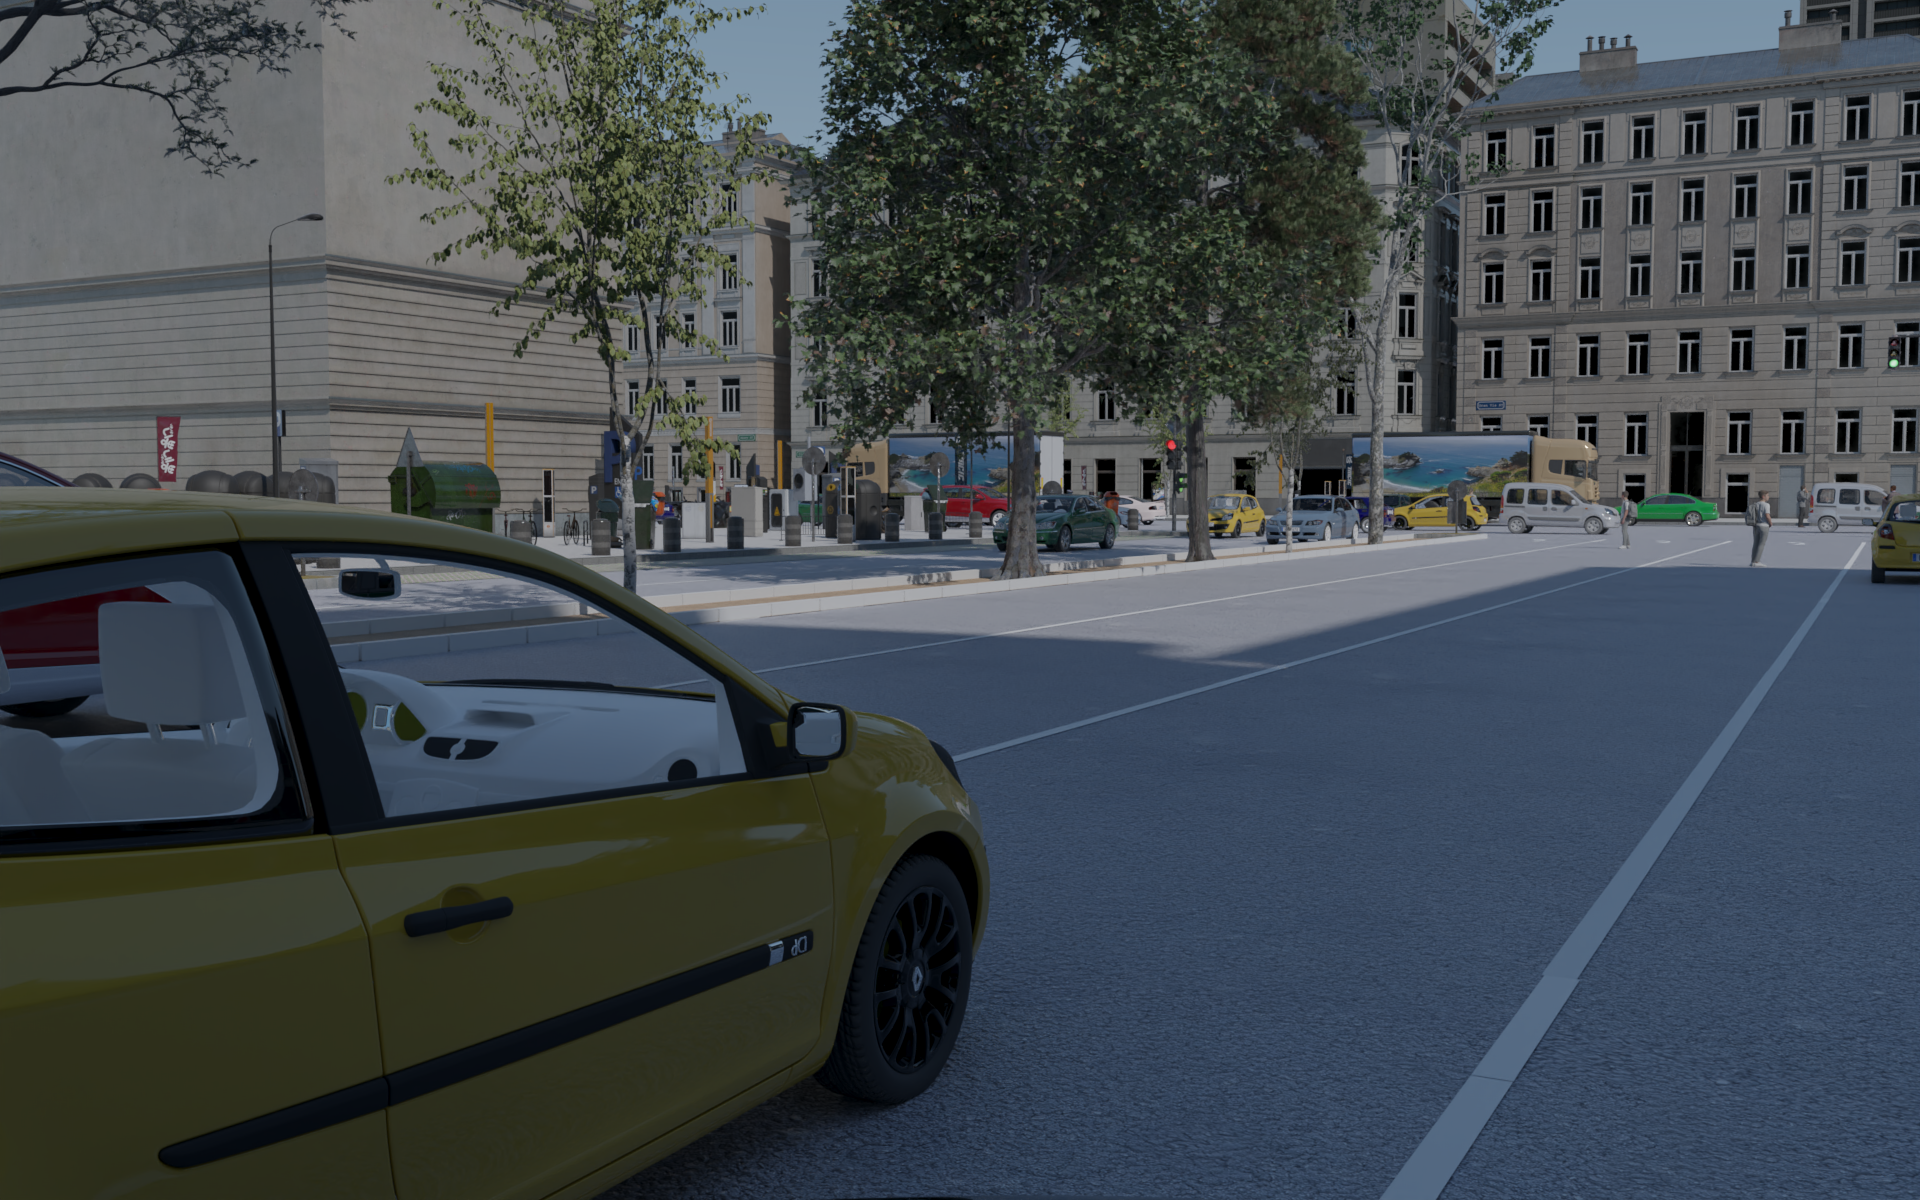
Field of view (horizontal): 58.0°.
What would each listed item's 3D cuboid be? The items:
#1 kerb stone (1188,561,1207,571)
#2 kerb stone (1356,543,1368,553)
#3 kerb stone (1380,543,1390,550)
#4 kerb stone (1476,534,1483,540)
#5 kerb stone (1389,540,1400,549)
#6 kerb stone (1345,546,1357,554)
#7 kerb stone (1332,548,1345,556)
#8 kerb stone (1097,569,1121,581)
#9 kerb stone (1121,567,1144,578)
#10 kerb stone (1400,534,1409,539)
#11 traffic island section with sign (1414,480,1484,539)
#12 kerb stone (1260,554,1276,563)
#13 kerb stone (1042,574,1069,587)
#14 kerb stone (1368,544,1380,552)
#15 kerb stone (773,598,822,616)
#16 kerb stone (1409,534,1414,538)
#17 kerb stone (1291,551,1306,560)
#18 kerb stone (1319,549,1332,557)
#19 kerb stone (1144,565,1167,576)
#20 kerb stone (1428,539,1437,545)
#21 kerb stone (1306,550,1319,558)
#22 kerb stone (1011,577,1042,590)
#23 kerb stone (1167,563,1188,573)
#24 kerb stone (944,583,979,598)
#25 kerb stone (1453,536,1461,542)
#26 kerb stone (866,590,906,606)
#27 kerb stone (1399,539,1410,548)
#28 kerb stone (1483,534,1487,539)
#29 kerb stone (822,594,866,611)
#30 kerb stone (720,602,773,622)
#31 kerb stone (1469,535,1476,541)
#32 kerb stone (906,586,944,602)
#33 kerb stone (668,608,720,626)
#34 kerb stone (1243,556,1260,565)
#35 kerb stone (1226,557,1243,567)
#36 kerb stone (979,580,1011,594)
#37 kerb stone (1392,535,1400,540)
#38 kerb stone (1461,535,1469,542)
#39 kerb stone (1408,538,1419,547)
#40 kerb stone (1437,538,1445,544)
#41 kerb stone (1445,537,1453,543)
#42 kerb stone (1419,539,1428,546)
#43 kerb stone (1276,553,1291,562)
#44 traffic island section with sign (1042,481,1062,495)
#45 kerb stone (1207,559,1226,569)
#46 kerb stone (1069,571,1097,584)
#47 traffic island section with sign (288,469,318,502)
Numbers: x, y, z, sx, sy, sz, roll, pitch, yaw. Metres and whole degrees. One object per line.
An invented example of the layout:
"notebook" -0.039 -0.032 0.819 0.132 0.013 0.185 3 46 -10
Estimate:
"kerb stone" 4.361 -0.628 32.517 0.120 0.150 1.000 2 4 28
"kerb stone" 9.761 -1.241 42.481 0.120 0.150 1.000 2 4 28
"kerb stone" 10.752 -1.352 44.295 0.120 0.150 1.000 2 4 28
"kerb stone" 16.132 -1.960 54.240 0.120 0.150 1.000 2 4 28
"kerb stone" 11.241 -1.407 45.198 0.120 0.150 1.000 2 4 28
"kerb stone" 9.263 -1.180 41.573 0.120 0.150 1.000 2 4 28
"kerb stone" 8.779 -1.130 40.663 0.120 0.150 1.000 2 4 28
"kerb stone" 2.389 -0.405 28.879 0.120 0.150 1.000 2 4 28
"kerb stone" 2.876 -0.464 29.782 0.120 0.150 1.000 2 4 28
"kerb stone" 13.813 -1.964 54.350 0.120 0.150 1.000 2 4 28
"traffic island section with sign" 15.926 -2.927 55.995 2.006 1.907 1.989 2 4 28
"kerb stone" 6.320 -0.849 36.131 0.120 0.150 1.000 2 4 28
"kerb stone" 1.407 -0.298 27.075 0.120 0.150 1.000 2 4 28
"kerb stone" 10.254 -1.296 43.389 0.120 0.150 1.000 2 4 28
"kerb stone" -2.013 0.089 20.745 0.120 0.150 1.000 2 4 28
"kerb stone" 14.296 -2.018 55.256 0.120 0.150 1.000 2 4 28
"kerb stone" 7.306 -0.959 37.951 0.120 0.150 1.000 2 4 28
"kerb stone" 8.283 -1.075 39.764 0.120 0.150 1.000 2 4 28
"kerb stone" 3.376 -0.520 30.697 0.120 0.150 1.000 2 4 28
"kerb stone" 13.194 -1.628 48.813 0.120 0.150 1.000 2 4 28
"kerb stone" 7.796 -1.019 38.857 0.120 0.150 1.000 2 4 28
"kerb stone" 0.928 -0.243 26.167 0.120 0.150 1.000 2 4 28
"kerb stone" 3.871 -0.575 31.601 0.120 0.150 1.000 2 4 28
"kerb stone" -0.051 -0.132 24.355 0.120 0.150 1.000 2 4 28
"kerb stone" 14.671 -1.792 51.527 0.120 0.150 1.000 2 4 28
"kerb stone" -1.036 -0.022 22.551 0.120 0.150 1.000 2 4 28
"kerb stone" 11.728 -1.462 46.101 0.120 0.150 1.000 2 4 28
"kerb stone" 16.627 -2.015 55.147 0.120 0.150 1.000 2 4 28
"kerb stone" -1.516 0.034 21.643 0.120 0.150 1.000 2 4 28
"kerb stone" -2.504 0.144 19.842 0.120 0.150 1.000 2 4 28
"kerb stone" 15.644 -1.905 53.335 0.120 0.150 1.000 2 4 28
"kerb stone" -0.546 -0.077 23.455 0.120 0.150 1.000 2 4 28
"kerb stone" -2.998 0.201 18.942 0.120 0.150 1.000 2 4 28
"kerb stone" 5.832 -0.797 35.228 0.120 0.150 1.000 2 4 28
"kerb stone" 5.342 -0.740 34.326 0.120 0.150 1.000 2 4 28
"kerb stone" 0.433 -0.185 25.262 0.120 0.150 1.000 2 4 28
"kerb stone" 13.313 -1.911 53.444 0.120 0.150 1.000 2 4 28
"kerb stone" 15.158 -1.849 52.430 0.120 0.150 1.000 2 4 28
"kerb stone" 12.211 -1.517 47.008 0.120 0.150 1.000 2 4 28
"kerb stone" 13.687 -1.683 49.714 0.120 0.150 1.000 2 4 28
"kerb stone" 14.172 -1.739 50.622 0.120 0.150 1.000 2 4 28
"kerb stone" 12.703 -1.573 47.912 0.120 0.150 1.000 2 4 28
"kerb stone" 6.814 -0.908 37.049 0.120 0.150 1.000 2 4 28
"traffic island section with sign" 2.451 -2.553 50.369 1.989 1.847 2.006 2 4 28
"kerb stone" 4.851 -0.687 33.420 0.120 0.150 1.000 2 4 28
"kerb stone" 1.906 -0.353 27.973 0.120 0.150 1.000 2 4 28
"traffic island section with sign" -10.537 -1.088 26.410 1.989 1.847 2.006 2 4 28
